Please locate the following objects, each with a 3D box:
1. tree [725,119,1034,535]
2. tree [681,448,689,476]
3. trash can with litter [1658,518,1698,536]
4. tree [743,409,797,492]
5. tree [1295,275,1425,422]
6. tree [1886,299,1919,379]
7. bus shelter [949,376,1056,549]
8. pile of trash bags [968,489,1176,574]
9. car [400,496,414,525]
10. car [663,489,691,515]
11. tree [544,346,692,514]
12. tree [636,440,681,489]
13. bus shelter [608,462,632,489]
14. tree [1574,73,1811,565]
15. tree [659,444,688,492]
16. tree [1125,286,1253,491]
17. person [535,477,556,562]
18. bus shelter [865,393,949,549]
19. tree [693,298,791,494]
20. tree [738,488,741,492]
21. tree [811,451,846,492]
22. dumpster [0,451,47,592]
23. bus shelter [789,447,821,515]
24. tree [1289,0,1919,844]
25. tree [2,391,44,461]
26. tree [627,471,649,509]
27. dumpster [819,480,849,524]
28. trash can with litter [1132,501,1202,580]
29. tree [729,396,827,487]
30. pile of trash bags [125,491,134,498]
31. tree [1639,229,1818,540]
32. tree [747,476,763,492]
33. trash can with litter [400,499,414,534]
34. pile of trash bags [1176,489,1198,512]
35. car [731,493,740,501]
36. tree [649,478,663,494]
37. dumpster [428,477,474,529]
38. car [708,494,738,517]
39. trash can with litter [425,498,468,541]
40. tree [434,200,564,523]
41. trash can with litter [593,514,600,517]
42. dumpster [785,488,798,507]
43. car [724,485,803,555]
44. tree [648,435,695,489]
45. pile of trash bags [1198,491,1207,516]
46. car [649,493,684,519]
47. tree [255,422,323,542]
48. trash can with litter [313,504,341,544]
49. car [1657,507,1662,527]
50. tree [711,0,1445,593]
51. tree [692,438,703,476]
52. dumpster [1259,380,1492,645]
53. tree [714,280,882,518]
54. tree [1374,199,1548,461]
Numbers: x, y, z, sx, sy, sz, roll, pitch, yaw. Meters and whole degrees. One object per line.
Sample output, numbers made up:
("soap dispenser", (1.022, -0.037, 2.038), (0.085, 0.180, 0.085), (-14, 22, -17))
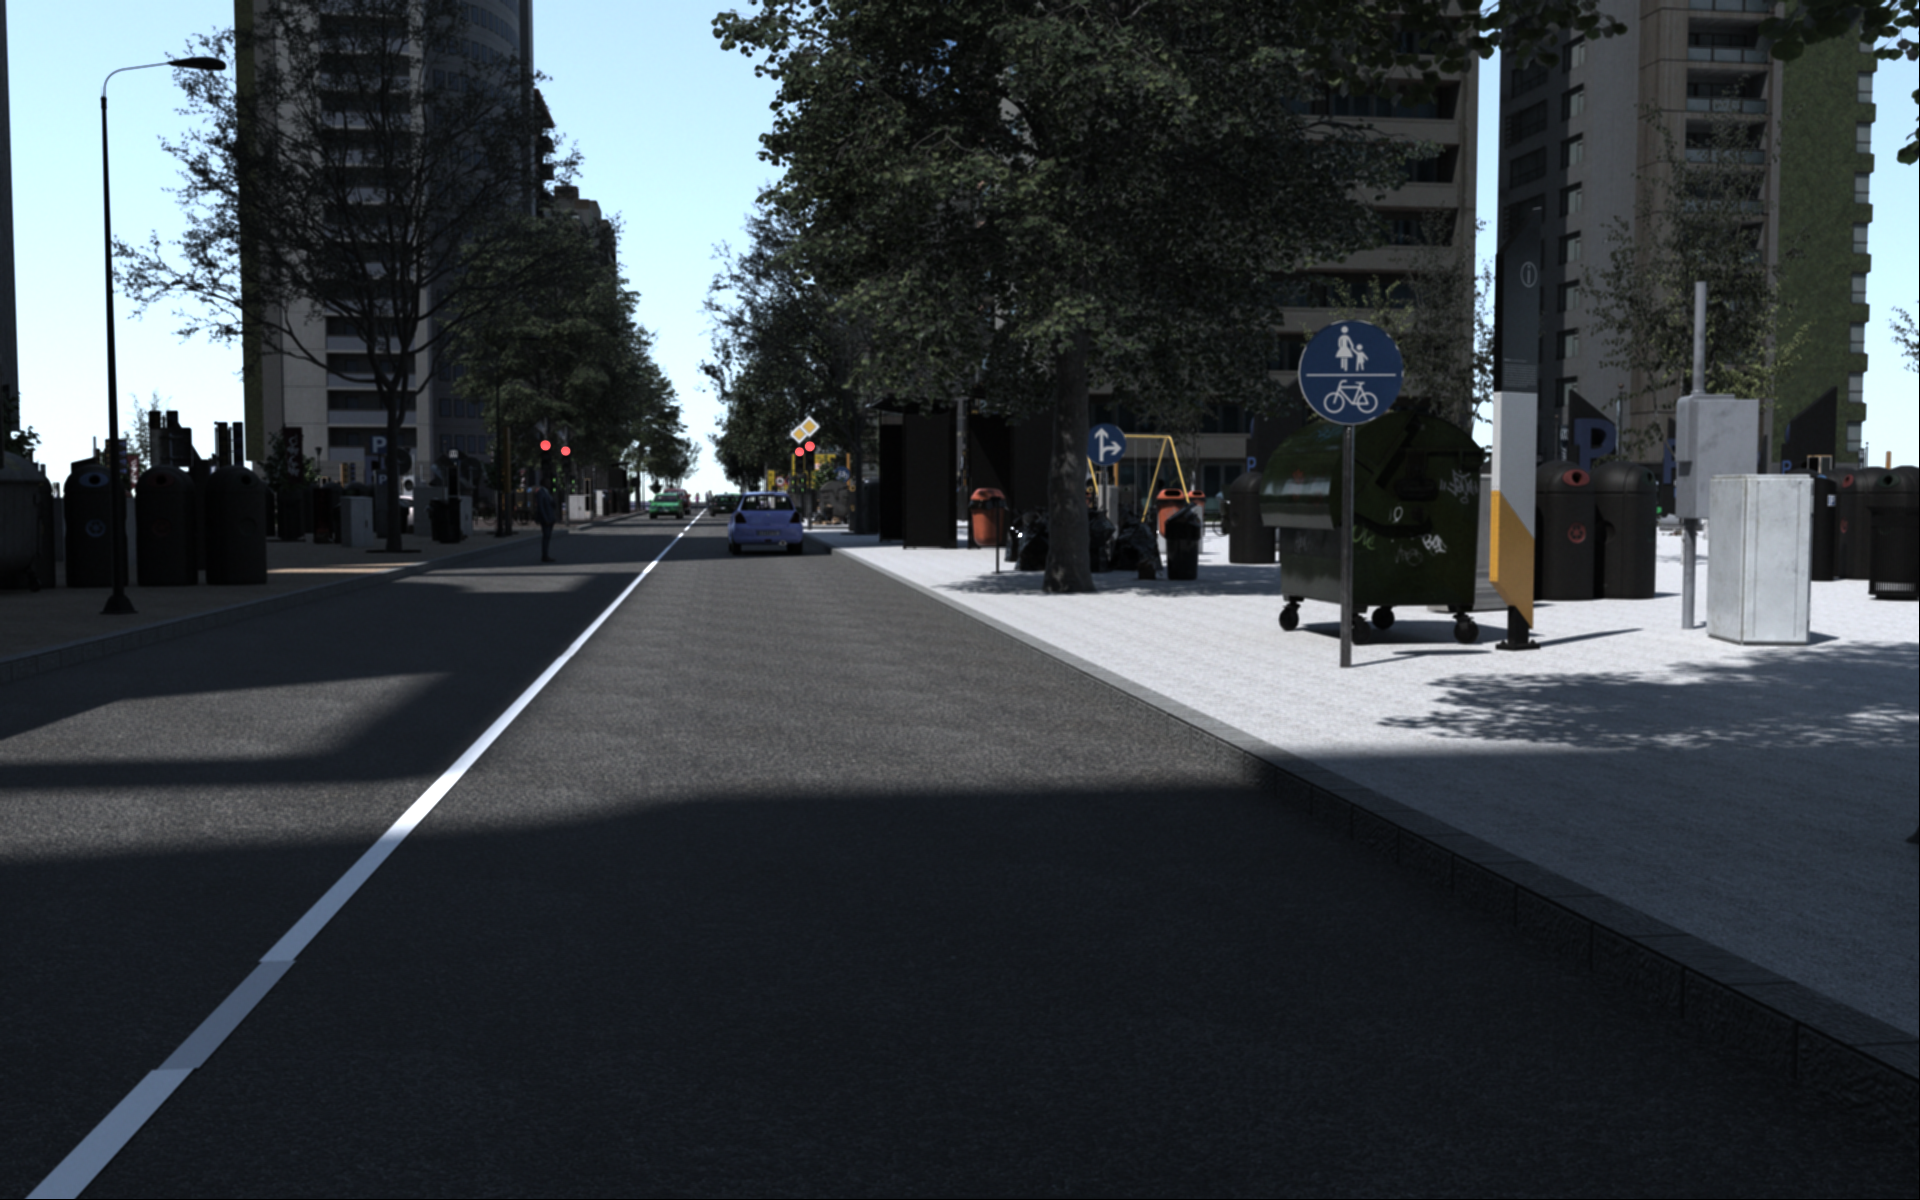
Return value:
("tree", (-3.231, -8.790, 54.079), (12.009, 13.543, 11.850), (0, 3, 0))
("tree", (-36.492, -16.354, 217.750), (4.737, 8.622, 4.395), (0, 3, 0))
("trash can with litter", (22.377, -2.624, 53.960), (1.678, 1.210, 2.233), (2, 4, 31))
("tree", (-13.114, -10.975, 129.807), (4.360, 8.622, 3.978), (0, 3, 0))
("tree", (13.369, -6.551, 57.468), (4.737, 8.622, 4.395), (0, 3, 0))
("tree", (25.443, -5.637, 42.535), (4.360, 8.622, 3.978), (0, 3, 0))
("bus shelter", (1.091, -2.812, 37.267), (1.731, 3.624, 6.357), (0, 4, -8))
("pile of trash bags", (1.624, -1.168, 28.850), (3.447, 1.369, 1.912), (-2, 4, -35))
("car", (-20.817, -3.117, 63.324), (4.827, 1.381, 2.083), (0, 4, -8))
("car", (-20.017, -6.911, 121.662), (2.281, 1.827, 5.304), (0, 4, -6))
("tree", (-23.333, -11.443, 112.847), (9.928, 11.665, 9.643), (0, 3, 0))
("tree", (-35.900, -15.500, 203.786), (4.737, 8.622, 4.395), (0, 3, 0))
("bus shelter", (-25.489, -8.435, 129.189), (1.731, 3.624, 6.357), (0, 4, -8))
("tree", (13.169, -4.948, 31.267), (4.360, 8.622, 3.978), (0, 3, 0))
("tree", (-43.120, -19.048, 261.793), (4.360, 8.622, 3.978), (0, 3, 0))
("tree", (7.598, -6.589, 58.099), (4.360, 8.622, 3.978), (0, 3, 0))
("person", (-8.810, -1.721, 36.826), (0.419, 1.800, 0.721), (0, 4, -3))
("bus shelter", (-1.247, -3.187, 43.388), (1.731, 3.624, 6.357), (0, 4, -8))
("tree", (-19.778, -19.147, 168.938), (12.611, 20.169, 13.585), (0, 3, 0))
("tree", (-36.903, -21.355, 299.518), (4.360, 8.622, 3.978), (0, 3, 0))
("tree", (-5.894, -5.077, 77.615), (1.663, 3.219, 1.824), (0, 3, 0))
("dumpster", (-12.510, -0.984, 21.844), (1.264, 1.857, 1.865), (0, 4, -8))
("bus shelter", (-10.512, -8.688, 119.674), (2.179, 5.291, 8.768), (0, 4, -8))
("tree", (3.880, -5.397, 6.365), (7.486, 12.596, 7.792), (0, 3, 0))
("tree", (-15.647, -2.027, 27.746), (1.663, 3.219, 1.824), (0, 3, 0))
("tree", (-27.933, -9.361, 147.649), (1.663, 3.219, 1.824), (0, 3, 0))
("dumpster", (-5.370, -4.205, 74.508), (1.264, 1.857, 1.865), (0, 4, -8))
("trash can with litter", (3.096, -0.891, 25.959), (1.055, 1.170, 0.624), (0, 4, 6))
("tree", (-14.600, -12.428, 137.609), (8.767, 10.594, 7.601), (-2, 4, -27))
("pile of trash bags", (-49.481, -5.872, 105.759), (3.447, 1.369, 1.912), (3, 5, 44))
("tree", (21.120, -5.983, 48.188), (4.737, 8.622, 4.395), (0, 3, 0))
("tree", (-22.184, -11.697, 185.846), (1.663, 3.219, 1.824), (0, 3, 0))
("trash can with litter", (-17.812, -2.716, 55.797), (1.055, 1.170, 0.624), (1, 4, 20))
("pile of trash bags", (2.570, -1.397, 32.601), (3.447, 1.369, 1.912), (0, 4, 0))
("car", (-16.699, -7.202, 126.548), (1.959, 1.807, 4.718), (0, 4, -8))
("tree", (-32.466, -11.678, 185.543), (1.663, 3.219, 1.824), (0, 3, 0))
("dumpster", (-16.450, -3.068, 55.926), (1.264, 1.857, 1.865), (0, 4, -8))
("car", (-15.073, -6.167, 110.609), (2.009, 1.686, 4.222), (-1, 4, -10))
("trash can with litter", (-14.118, -2.216, 47.621), (0.624, 1.170, 1.055), (3, 4, 38))
("tree", (-17.695, -10.312, 75.248), (9.857, 13.997, 8.962), (0, 3, 0))
("trash can with litter", (-21.210, -5.377, 98.974), (1.678, 1.210, 2.233), (-2, 4, -28))
("dumpster", (-9.626, -5.897, 102.180), (1.264, 1.857, 1.865), (0, 4, -8))
("car", (-4.775, -1.995, 42.209), (1.945, 1.707, 3.694), (-1, 4, -9))
("tree", (-41.902, -19.309, 250.116), (7.601, 10.594, 8.767), (-1, 4, -9))
("pile of trash bags", (5.471, -2.465, 50.056), (3.447, 1.369, 1.912), (-1, 4, -14))
("car", (-17.090, -5.631, 100.855), (1.959, 1.807, 4.718), (0, 4, -6))
("tree", (-18.194, -3.181, 46.615), (1.663, 3.219, 1.824), (0, 3, 0))
("trash can with litter", (-16.163, -2.037, 44.699), (1.055, 1.170, 0.624), (0, 4, -5))
("car", (26.590, -3.738, 69.914), (4.718, 1.807, 1.959), (-1, 4, -8))
("tree", (1.477, -7.089, 22.554), (9.857, 13.997, 8.962), (0, 3, 0))
("tree", (-48.747, -22.928, 300.620), (9.928, 11.665, 9.643), (0, 3, 0))
("dumpster", (3.689, -0.794, 15.469), (1.502, 2.255, 1.985), (0, 4, -8))
("tree", (-8.464, -10.758, 92.895), (9.611, 12.733, 9.660), (0, 3, 0))
("tree", (12.263, -5.679, 43.214), (4.360, 8.622, 3.978), (0, 3, 0))
